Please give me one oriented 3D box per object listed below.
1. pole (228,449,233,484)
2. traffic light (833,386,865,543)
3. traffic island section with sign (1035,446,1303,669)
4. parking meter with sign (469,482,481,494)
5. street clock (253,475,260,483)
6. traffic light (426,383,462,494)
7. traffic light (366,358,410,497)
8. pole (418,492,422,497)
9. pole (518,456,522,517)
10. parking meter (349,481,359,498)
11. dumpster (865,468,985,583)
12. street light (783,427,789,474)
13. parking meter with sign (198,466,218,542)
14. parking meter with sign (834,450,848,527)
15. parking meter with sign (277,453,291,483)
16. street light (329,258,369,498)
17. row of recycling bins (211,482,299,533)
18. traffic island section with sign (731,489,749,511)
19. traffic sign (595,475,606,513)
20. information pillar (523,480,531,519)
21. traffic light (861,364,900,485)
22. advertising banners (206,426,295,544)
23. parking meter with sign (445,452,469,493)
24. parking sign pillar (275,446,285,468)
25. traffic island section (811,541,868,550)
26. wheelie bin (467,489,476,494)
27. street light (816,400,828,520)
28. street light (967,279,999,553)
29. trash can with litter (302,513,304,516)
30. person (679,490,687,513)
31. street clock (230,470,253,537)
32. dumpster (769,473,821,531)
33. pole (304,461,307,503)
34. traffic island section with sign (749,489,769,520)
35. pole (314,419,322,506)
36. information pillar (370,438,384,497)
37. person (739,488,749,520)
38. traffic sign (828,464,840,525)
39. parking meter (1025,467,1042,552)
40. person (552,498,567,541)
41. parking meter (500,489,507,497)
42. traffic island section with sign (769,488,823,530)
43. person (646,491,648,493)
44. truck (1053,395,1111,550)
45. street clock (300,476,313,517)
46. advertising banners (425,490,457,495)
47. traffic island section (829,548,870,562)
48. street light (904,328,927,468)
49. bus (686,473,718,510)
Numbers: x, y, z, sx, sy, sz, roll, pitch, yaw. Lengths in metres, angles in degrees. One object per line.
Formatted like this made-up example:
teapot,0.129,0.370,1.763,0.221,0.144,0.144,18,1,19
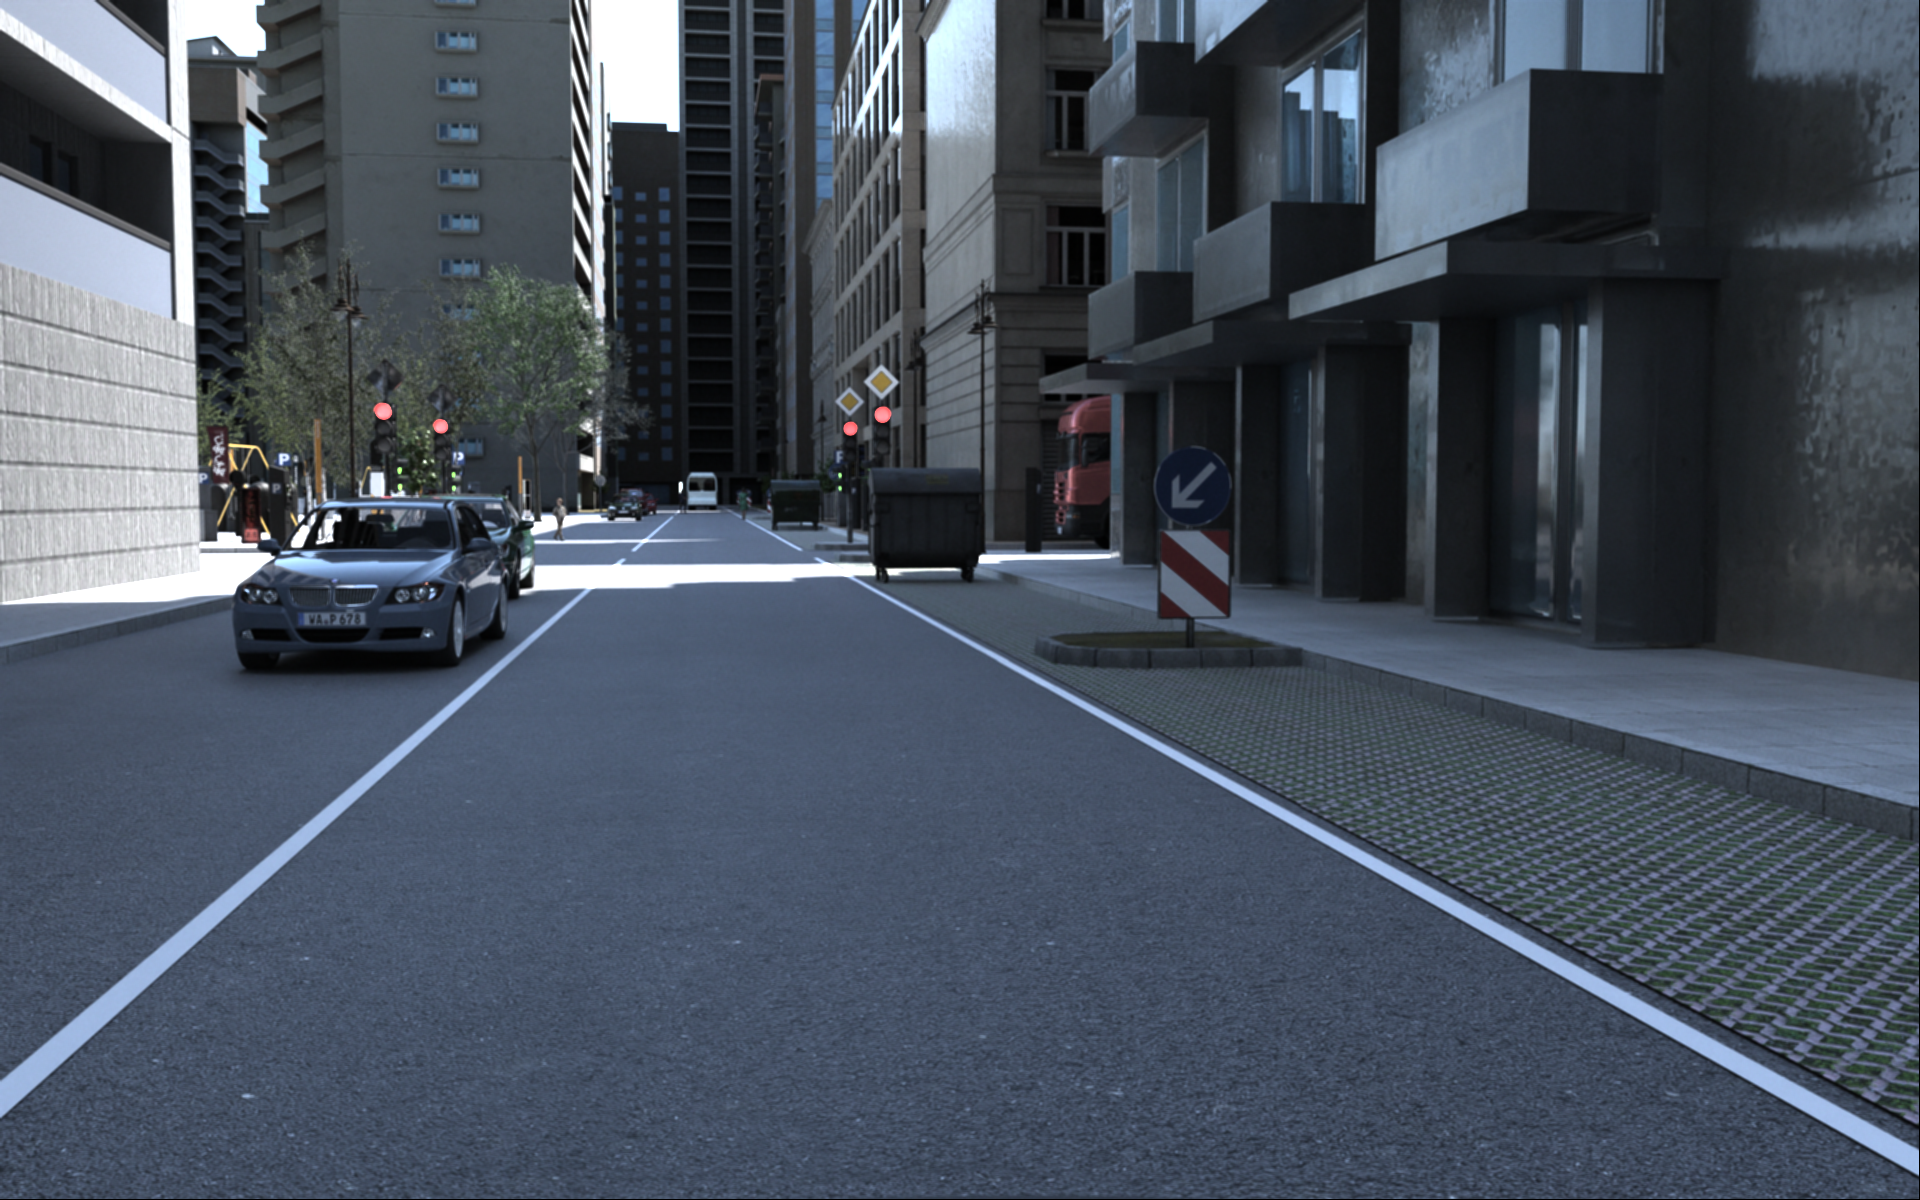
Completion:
pole,-33.135,-5.194,78.763,0.158,3.312,0.155,0,3,0
traffic light,-2.906,-3.450,45.334,0.839,4.253,0.868,-1,4,-9
traffic island section with sign,1.712,-0.395,15.094,1.989,1.847,2.006,-1,4,-9
parking meter with sign,-31.228,-7.048,111.495,1.738,3.016,0.543,-2,4,-33
street clock,-27.006,-3.770,66.211,0.358,2.002,0.471,3,4,37
traffic light,-13.051,-3.356,43.794,0.839,4.253,0.868,-1,4,-9
traffic light,-11.860,-2.873,35.898,0.839,4.253,0.868,-1,4,-9
pole,-20.585,-4.415,66.022,0.158,3.312,0.155,0,3,0
pole,-23.716,-6.089,93.403,0.158,3.312,0.155,0,3,0
parking meter,-28.070,-4.560,80.270,0.399,1.863,0.255,-2,4,-31
dumpster,-0.588,-1.227,28.272,1.865,1.857,1.264,0,4,-8
street light,-12.036,-8.979,119.601,0.468,5.910,1.993,-1,4,-9
parking meter with sign,-20.684,-3.102,46.972,1.738,3.016,0.543,3,5,43
parking meter with sign,-4.615,-4.396,68.137,0.543,3.016,1.738,0,4,-8
parking meter with sign,-28.355,-4.677,72.732,0.543,3.016,1.738,-1,4,-21
street light,-11.985,-3.750,34.103,0.468,5.910,1.993,-1,4,-9
row of recycling bins,-23.821,-3.131,58.302,3.534,1.692,1.069,1,4,19
traffic island section with sign,-18.046,-8.408,146.105,1.989,1.847,2.006,-1,4,-9
traffic sign,-23.994,-7.061,115.545,0.768,2.556,0.104,0,4,1
information pillar,-22.119,-5.136,88.462,0.304,2.012,0.304,-2,4,-33
traffic light,-1.716,-2.967,37.438,0.839,4.253,0.868,-1,4,-9
advertising banners,-18.332,-2.973,44.793,2.074,3.025,0.090,-2,4,-27
parking meter with sign,-20.620,-4.529,70.309,0.543,3.016,1.738,0,4,4
parking sign pillar,-38.169,-6.650,97.198,1.447,3.967,1.447,-1,4,-12
traffic island section,-2.865,-1.417,45.454,2.009,0.180,2.903,-1,4,-9
wheelie bin,-29.269,-5.848,103.524,0.693,1.594,0.980,-1,4,-19
street light,-6.686,-6.803,84.018,0.468,5.910,1.993,-1,4,-9
street light,0.488,-3.952,37.401,0.468,5.910,1.993,-1,4,-9
trash can with litter,-38.655,-5.666,103.693,2.233,1.210,1.678,-1,4,-11
person,-20.383,-7.264,127.712,0.568,1.767,0.683,3,4,38
street clock,-21.717,-2.911,52.168,0.471,2.002,0.358,1,4,9
dumpster,-6.440,-3.828,67.536,1.985,2.255,1.502,-1,4,-10
pole,-39.954,-6.844,105.744,0.158,3.312,0.155,0,3,0
traffic island section with sign,-10.602,-5.391,96.778,1.989,1.847,2.006,-1,4,-9
pole,-17.509,-3.268,47.278,0.158,3.312,0.155,0,3,0
information pillar,-22.219,-4.568,66.042,0.504,3.616,0.183,1,4,9
person,-12.059,-5.369,96.530,0.600,1.795,0.529,0,4,0
traffic sign,-5.016,-4.334,70.966,0.768,2.556,0.104,0,4,-3
parking meter,1.624,-1.988,38.213,0.255,1.863,0.399,2,4,25
person,-12.203,-2.451,52.852,0.640,1.303,0.475,3,4,36
parking meter,-23.820,-5.016,90.428,0.372,1.533,0.369,0,3,0
traffic island section with sign,-6.582,-3.761,70.123,1.989,1.847,2.006,-1,4,-9
person,-31.621,-10.177,175.583,0.721,1.739,1.217,1,4,11
truck,7.385,-3.328,43.332,11.283,4.237,2.839,0,4,-7
street clock,-26.183,-3.966,69.422,0.471,2.002,0.358,1,4,22
advertising banners,-18.708,-3.983,61.306,2.074,3.025,0.090,1,4,19
traffic island section,-1.674,-0.934,37.558,2.009,0.180,2.903,-1,4,-9
street light,-1.252,-4.627,48.447,0.468,5.910,1.993,-1,4,-9
bus,-23.168,-9.839,155.721,2.948,3.499,13.247,-1,4,-8
